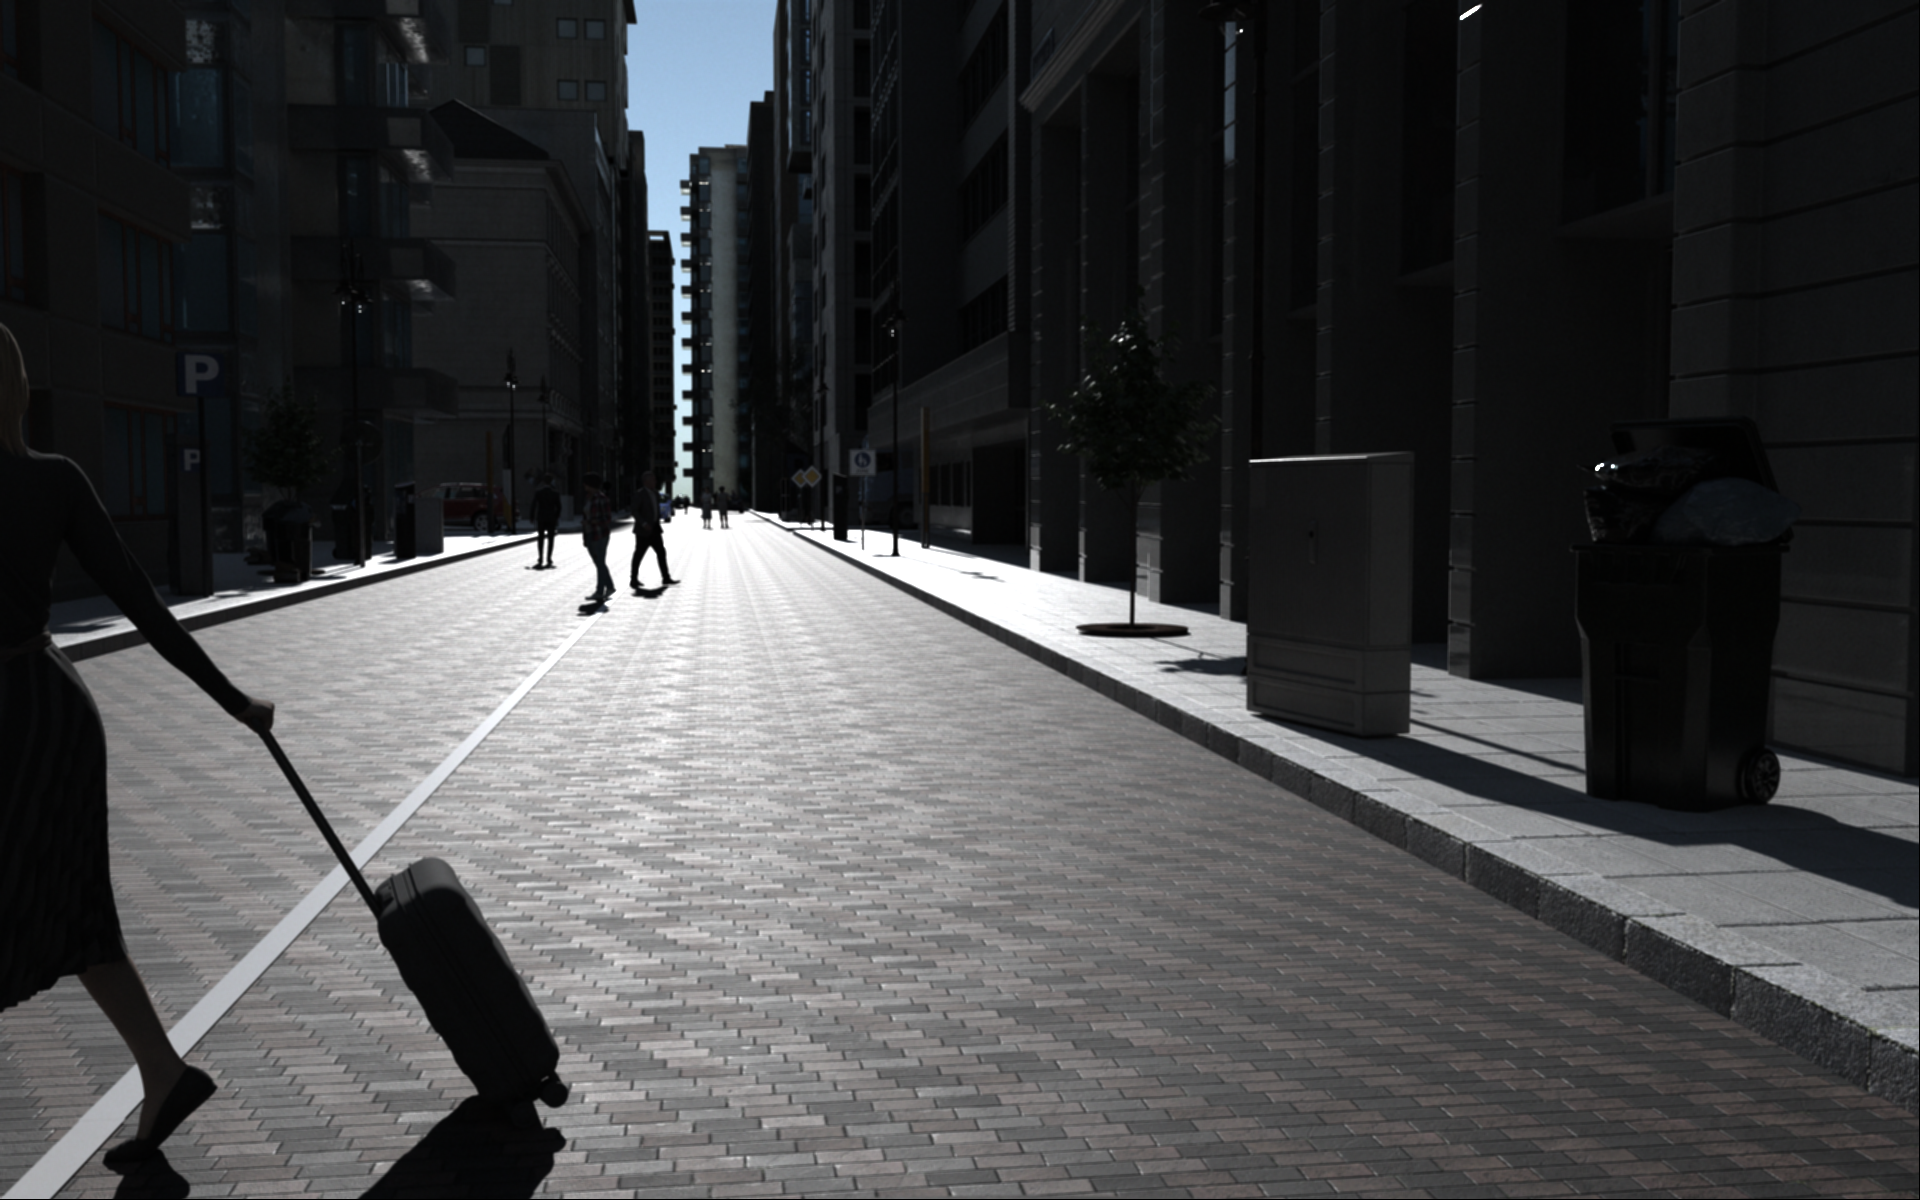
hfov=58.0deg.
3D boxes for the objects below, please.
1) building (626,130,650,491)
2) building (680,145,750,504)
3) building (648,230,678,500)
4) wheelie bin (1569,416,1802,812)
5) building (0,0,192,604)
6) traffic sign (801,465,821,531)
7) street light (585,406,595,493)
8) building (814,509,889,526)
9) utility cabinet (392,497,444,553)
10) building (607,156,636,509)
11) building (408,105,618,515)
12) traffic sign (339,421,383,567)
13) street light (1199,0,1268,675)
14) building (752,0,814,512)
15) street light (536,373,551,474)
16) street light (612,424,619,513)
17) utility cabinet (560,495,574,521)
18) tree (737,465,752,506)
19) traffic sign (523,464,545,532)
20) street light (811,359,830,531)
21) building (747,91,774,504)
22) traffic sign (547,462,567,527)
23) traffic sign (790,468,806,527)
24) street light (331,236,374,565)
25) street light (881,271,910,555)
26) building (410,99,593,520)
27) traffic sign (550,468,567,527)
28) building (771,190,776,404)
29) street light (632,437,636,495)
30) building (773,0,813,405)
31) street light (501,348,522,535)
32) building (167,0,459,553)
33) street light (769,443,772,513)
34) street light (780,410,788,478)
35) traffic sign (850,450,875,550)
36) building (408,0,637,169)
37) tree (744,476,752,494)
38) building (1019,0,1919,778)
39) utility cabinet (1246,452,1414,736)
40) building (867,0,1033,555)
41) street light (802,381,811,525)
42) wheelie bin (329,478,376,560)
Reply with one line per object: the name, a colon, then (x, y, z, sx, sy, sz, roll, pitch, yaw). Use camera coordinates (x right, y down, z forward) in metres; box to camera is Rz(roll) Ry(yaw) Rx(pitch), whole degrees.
building: (-41.521, -30.882, 188.507, 14.154, 41.232, 14.086, 0, 4, -8)
building: (-22.776, -37.828, 238.097, 30.456, 49.044, 23.786, 0, 4, -8)
building: (-51.254, -33.394, 237.877, 23.993, 40.220, 32.217, 0, 4, -8)
wheelie bin: (3.007, 0.042, 7.220, 0.693, 1.594, 0.980, -3, 4, -36)
building: (-23.092, -10.040, 9.193, 27.650, 21.520, 28.899, 0, 4, -8)
traffic sign: (-5.106, -3.436, 59.815, 0.795, 2.450, 0.064, 0, 4, -8)
street light: (-19.354, -7.212, 90.709, 0.468, 5.910, 1.993, 0, 4, -8)
building: (3.961, -39.166, 78.611, 20.611, 71.187, 20.563, 0, 4, -8)
utility cabinet: (-11.784, -1.623, 37.690, 1.020, 1.237, 0.306, 0, 4, -5)
building: (-35.072, -22.940, 146.763, 14.160, 30.474, 14.107, 0, 4, -8)
building: (-29.729, -18.231, 116.099, 12.078, 24.808, 19.932, 0, 4, -8)
traffic sign: (-10.480, -1.847, 30.310, 0.768, 2.556, 0.104, 0, 4, 1)
street light: (2.089, -2.406, 12.131, 0.468, 5.910, 1.993, 0, 4, -8)
building: (-3.106, -49.364, 119.776, 22.319, 86.520, 31.000, 0, 4, -8)
street light: (-15.963, -5.734, 66.543, 0.468, 5.910, 1.993, 0, 4, -8)
street light: (-22.818, -8.696, 114.965, 0.468, 5.910, 1.993, 0, 4, -8)
utility cabinet: (-18.604, -4.333, 82.005, 0.306, 1.237, 1.020, -2, 4, -34)
tree: (-23.078, -12.737, 191.971, 4.285, 4.588, 4.351, 0, 3, 0)
traffic sign: (-14.362, -3.357, 58.531, 0.795, 2.450, 0.064, 0, 4, -8)
street light: (-4.720, -5.301, 59.466, 0.468, 5.910, 1.993, 0, 4, -8)
building: (-14.284, -35.634, 206.322, 21.300, 48.544, 21.600, 0, 4, -8)
traffic sign: (-15.817, -4.155, 68.041, 0.768, 2.556, 0.104, 0, 4, -4)
traffic sign: (-6.225, -3.919, 67.722, 0.795, 2.450, 0.064, 0, 4, -8)
street light: (-10.928, -3.578, 31.295, 0.468, 5.910, 1.993, 0, 4, -8)
street light: (-1.349, -3.873, 36.110, 0.468, 5.910, 1.993, 0, 4, -8)
building: (-25.027, -14.405, 86.434, 10.553, 20.767, 40.483, 0, 4, -8)
traffic sign: (-15.481, -3.841, 66.437, 0.795, 2.450, 0.064, 0, 4, -8)
building: (-11.287, -24.234, 167.929, 14.160, 30.474, 14.107, 0, 4, -8)
street light: (-26.098, -10.125, 138.333, 0.468, 5.910, 1.993, 0, 4, -8)
building: (-9.227, -30.788, 153.498, 14.600, 45.320, 14.200, 0, 4, -8)
street light: (-14.128, -5.008, 54.675, 0.468, 5.910, 1.993, 0, 4, -8)
building: (-29.509, -25.958, 44.026, 30.456, 49.044, 23.786, 0, 4, -8)
street light: (-12.934, -8.900, 118.296, 0.468, 5.910, 1.993, 0, 4, -8)
street light: (-9.615, -7.471, 94.933, 0.468, 5.910, 1.993, 0, 4, -8)
traffic sign: (-2.217, -2.285, 39.488, 0.606, 2.300, 0.079, 0, 4, -2)
building: (-45.916, -35.311, 166.578, 28.713, 52.752, 27.495, 0, 4, -8)
tree: (-22.126, -11.581, 183.949, 1.663, 3.219, 1.824, 0, 3, 0)
building: (8.584, -14.513, 14.785, 11.434, 29.767, 29.804, 0, 4, -8)
utility cabinet: (2.012, -0.055, 9.571, 0.318, 1.500, 1.173, -1, 4, -21)
building: (5.913, -13.802, 44.735, 14.314, 24.678, 30.058, 0, 4, -8)
street light: (-6.192, -6.011, 71.072, 0.468, 5.910, 1.993, 0, 4, -8)
wheelie bin: (-11.943, -1.601, 34.078, 0.980, 1.594, 0.693, 3, 4, 38)
